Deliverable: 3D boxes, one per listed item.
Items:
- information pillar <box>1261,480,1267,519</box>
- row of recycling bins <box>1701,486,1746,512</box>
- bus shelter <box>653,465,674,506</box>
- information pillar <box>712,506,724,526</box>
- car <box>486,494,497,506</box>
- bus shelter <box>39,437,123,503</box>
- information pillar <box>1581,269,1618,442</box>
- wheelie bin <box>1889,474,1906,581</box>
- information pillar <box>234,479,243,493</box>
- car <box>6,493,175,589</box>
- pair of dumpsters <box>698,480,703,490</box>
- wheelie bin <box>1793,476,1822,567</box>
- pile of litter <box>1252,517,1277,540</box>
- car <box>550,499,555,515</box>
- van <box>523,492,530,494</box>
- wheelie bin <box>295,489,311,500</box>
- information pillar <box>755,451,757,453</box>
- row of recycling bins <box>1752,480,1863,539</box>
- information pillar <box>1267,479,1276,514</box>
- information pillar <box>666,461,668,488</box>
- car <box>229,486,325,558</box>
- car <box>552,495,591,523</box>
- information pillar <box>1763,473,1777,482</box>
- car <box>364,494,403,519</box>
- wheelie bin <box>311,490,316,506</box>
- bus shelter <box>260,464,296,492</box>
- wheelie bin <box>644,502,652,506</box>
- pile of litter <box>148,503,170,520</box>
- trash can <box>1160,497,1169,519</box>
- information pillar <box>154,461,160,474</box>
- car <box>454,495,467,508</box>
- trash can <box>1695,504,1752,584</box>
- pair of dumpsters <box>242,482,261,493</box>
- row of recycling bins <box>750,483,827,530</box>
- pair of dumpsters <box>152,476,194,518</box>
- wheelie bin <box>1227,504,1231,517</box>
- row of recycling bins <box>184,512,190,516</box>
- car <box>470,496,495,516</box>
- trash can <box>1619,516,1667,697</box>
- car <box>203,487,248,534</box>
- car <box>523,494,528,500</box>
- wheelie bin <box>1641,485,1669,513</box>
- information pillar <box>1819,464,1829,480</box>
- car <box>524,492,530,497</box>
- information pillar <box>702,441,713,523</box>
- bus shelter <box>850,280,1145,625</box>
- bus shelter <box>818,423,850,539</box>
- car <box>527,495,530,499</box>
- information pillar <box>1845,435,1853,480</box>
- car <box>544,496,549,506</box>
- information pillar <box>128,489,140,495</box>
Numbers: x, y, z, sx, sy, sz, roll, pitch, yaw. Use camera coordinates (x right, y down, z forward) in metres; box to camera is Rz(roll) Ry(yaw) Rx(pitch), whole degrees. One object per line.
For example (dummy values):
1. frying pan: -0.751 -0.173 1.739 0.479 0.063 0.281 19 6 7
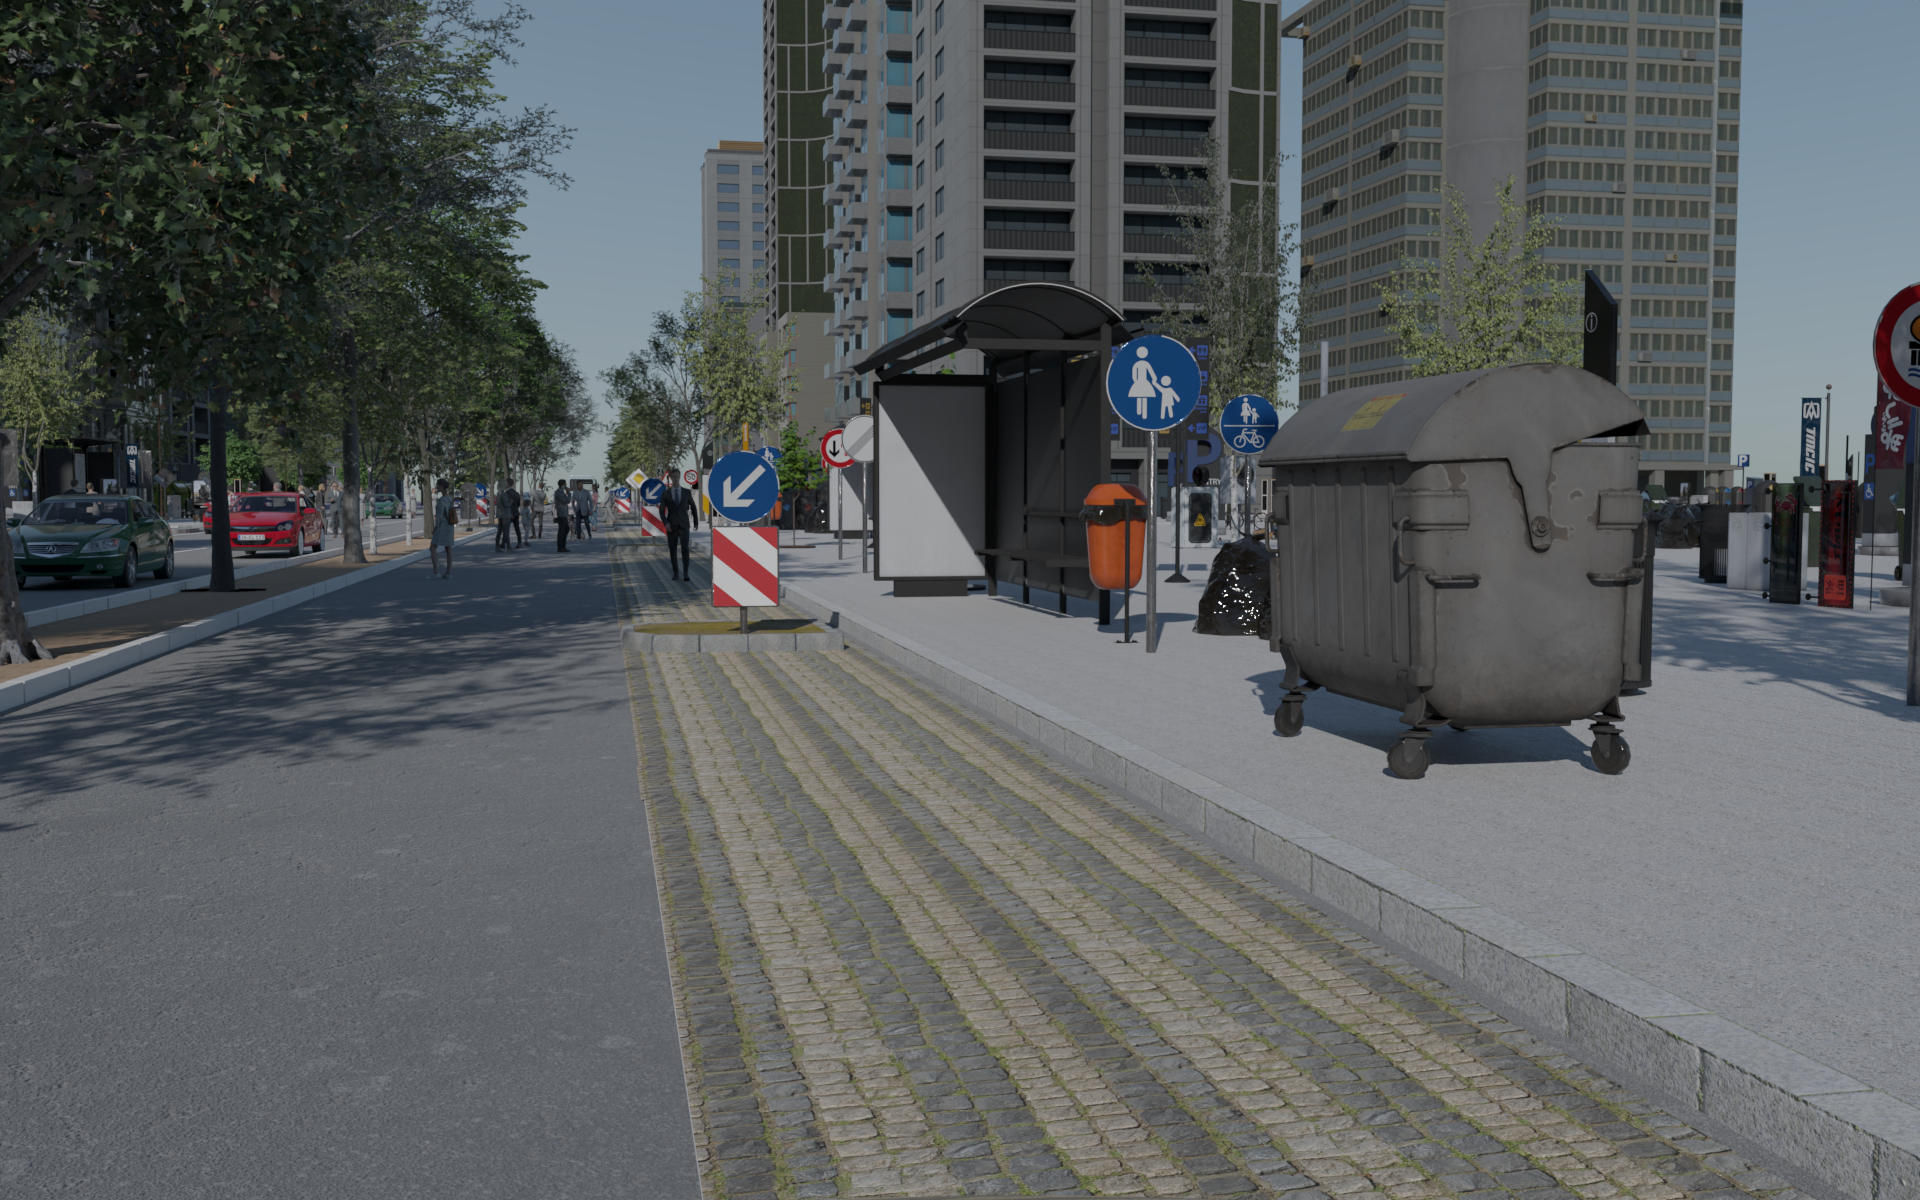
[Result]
1. information pillar: 15.539 -5.128 88.333 0.304 2.012 0.304 1 4 12
2. row of recycling bins: 40.277 -5.107 90.604 3.534 1.692 1.069 -1 4 -18
3. bus shelter: -24.282 -9.197 141.652 1.731 3.624 6.357 -1 4 -12
4. information pillar: -8.758 -3.556 62.628 0.304 2.012 0.304 3 4 36
5. car: -56.507 -12.182 208.214 2.155 1.783 4.494 -1 4 -11
6. bus shelter: -37.373 -5.045 73.773 1.731 3.624 6.357 -1 4 -12
7. information pillar: 6.601 -1.626 17.945 0.183 3.616 0.504 -1 4 -13
8. wheelie bin: 14.155 -1.072 25.428 0.693 1.594 0.980 -3 5 -41
9. information pillar: -35.461 -4.933 85.142 0.304 2.012 0.304 0 4 -5
10. car: -13.920 -0.977 27.767 2.131 1.459 4.920 -1 4 -14
11. pair of dumpsters: -18.071 -7.506 125.223 1.574 2.255 4.437 -1 4 -12
12. wheelie bin: 14.868 -1.381 30.494 0.980 1.594 0.693 -2 4 -23
13. pile of litter: 8.743 -2.147 49.066 1.719 0.858 1.176 -2 4 -32
14. car: -26.992 -6.494 118.537 2.083 1.381 4.827 -1 4 -12
15. van: -71.790 -17.101 286.617 2.013 2.044 4.112 -1 4 -12
16. wheelie bin: -46.117 -6.913 120.933 0.693 1.594 0.980 3 5 40
17. information pillar: -10.991 -6.179 92.383 0.183 3.616 0.504 3 4 38
18. row of recycling bins: 25.087 -2.661 50.626 3.534 1.692 1.069 2 4 25
19. information pillar: 15.673 -5.021 86.578 0.304 2.012 0.304 0 4 1
20. information pillar: -18.899 -7.371 111.878 0.183 3.616 0.504 0 4 4
21. car: -15.935 -1.898 40.076 2.155 1.783 4.494 -1 4 -11
22. car: -19.509 -4.578 87.208 2.083 1.381 4.827 -1 4 -11
23. information pillar: 27.929 -3.381 59.771 0.304 2.012 0.304 -2 4 -27
24. car: -33.522 -5.432 100.607 2.131 1.459 4.920 -1 4 -11
25. wheelie bin: -53.612 -8.288 143.411 0.693 1.594 0.980 3 4 36
26. bus shelter: -47.962 -8.018 122.379 1.731 3.624 6.357 -1 4 -12
27. wheelie bin: -24.248 -7.768 134.916 0.693 1.594 0.980 -2 4 -35
28. pile of litter: -39.923 -4.412 86.095 1.176 0.858 1.719 -2 4 -30
29. trash can: 10.556 -4.706 88.592 0.748 1.137 0.748 0 3 0
30. information pillar: -56.346 -7.972 121.691 0.504 3.616 0.183 -2 4 -24
31. car: -44.306 -8.545 152.288 1.945 1.354 3.894 -1 4 -12
32. trash can: 11.002 -0.816 24.995 0.748 1.137 0.748 0 3 0
33. pair of dumpsters: -41.081 -5.891 98.809 1.574 2.255 4.437 -1 4 -12
34. row of recycling bins: -5.994 -3.370 62.217 3.534 1.692 1.069 -2 4 -32
35. pair of dumpsters: -41.967 -5.507 92.536 1.574 2.255 4.437 -1 4 -12
36. wheelie bin: 12.998 -4.582 82.821 0.980 1.594 0.693 1 4 14
37. row of recycling bins: -44.255 -5.770 101.455 1.069 1.692 3.534 0 4 7
38. car: -31.289 -6.143 113.010 1.945 1.354 3.894 -1 4 -12
39. trash can: 4.128 0.032 11.127 0.748 1.137 0.748 0 3 0
40. car: -26.302 -3.307 63.102 2.155 1.783 4.494 -1 4 -12
41. car: -67.972 -15.709 269.209 2.083 1.381 4.827 -1 4 -12
42. wheelie bin: 23.414 -3.096 58.524 0.980 1.594 0.693 -1 4 -15
43. information pillar: 21.309 -2.353 42.965 0.304 2.012 0.304 0 4 5
44. car: -70.462 -16.669 282.127 1.945 1.707 3.694 -1 4 -13
45. information pillar: -10.980 -5.151 75.573 0.504 3.616 0.183 -2 4 -25
46. bus shelter: 0.216 -1.542 19.128 2.014 3.302 5.546 -1 4 -12
47. bus shelter: -2.479 -3.233 46.781 2.014 3.302 5.546 -1 4 -12
48. car: -50.766 -11.920 206.889 2.014 1.417 4.499 -1 4 -12
49. information pillar: 35.342 -4.754 69.077 0.183 3.616 0.504 2 4 26
50. car: -52.729 -12.704 217.929 2.015 1.641 3.980 -1 4 -10
51. information pillar: -54.686 -7.526 114.398 0.183 3.616 0.504 3 5 43
